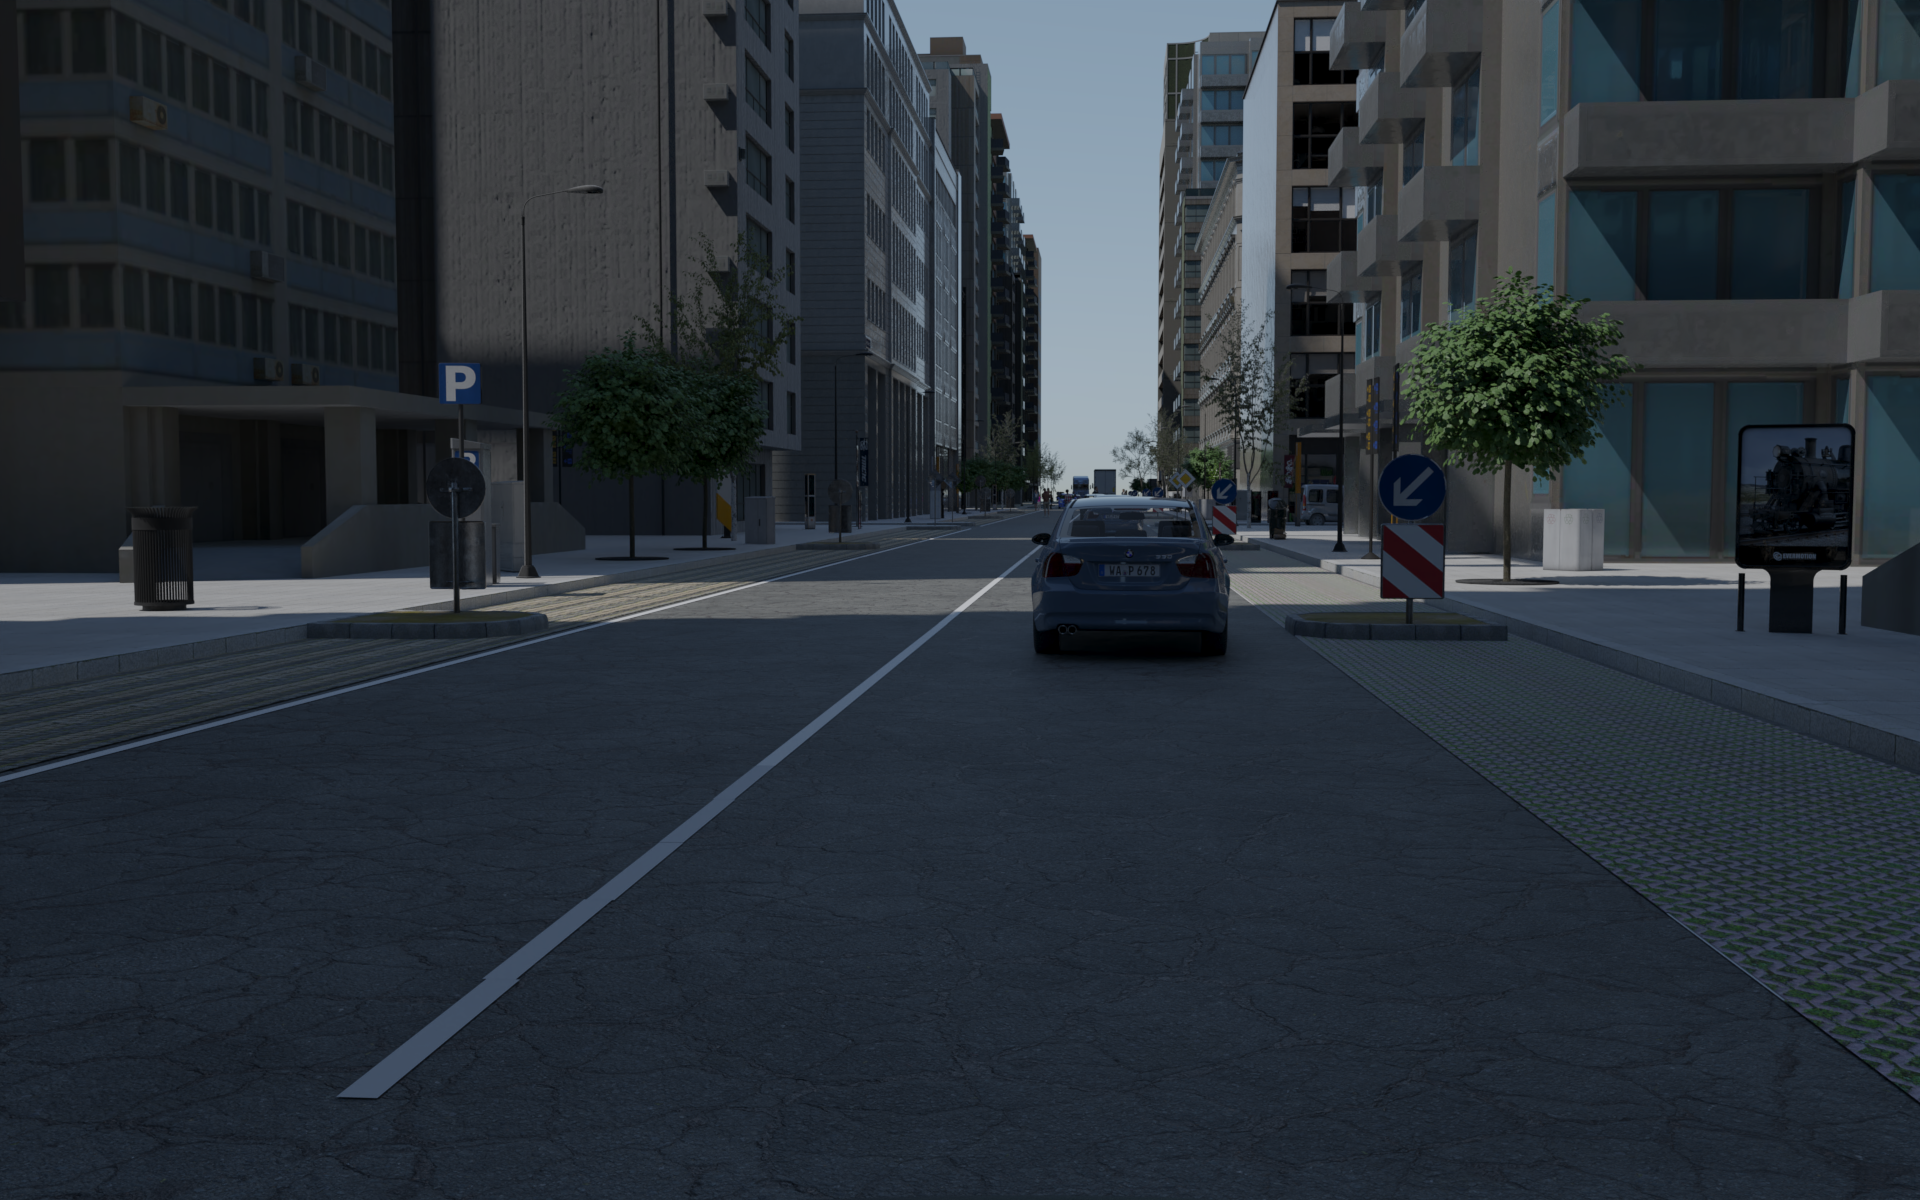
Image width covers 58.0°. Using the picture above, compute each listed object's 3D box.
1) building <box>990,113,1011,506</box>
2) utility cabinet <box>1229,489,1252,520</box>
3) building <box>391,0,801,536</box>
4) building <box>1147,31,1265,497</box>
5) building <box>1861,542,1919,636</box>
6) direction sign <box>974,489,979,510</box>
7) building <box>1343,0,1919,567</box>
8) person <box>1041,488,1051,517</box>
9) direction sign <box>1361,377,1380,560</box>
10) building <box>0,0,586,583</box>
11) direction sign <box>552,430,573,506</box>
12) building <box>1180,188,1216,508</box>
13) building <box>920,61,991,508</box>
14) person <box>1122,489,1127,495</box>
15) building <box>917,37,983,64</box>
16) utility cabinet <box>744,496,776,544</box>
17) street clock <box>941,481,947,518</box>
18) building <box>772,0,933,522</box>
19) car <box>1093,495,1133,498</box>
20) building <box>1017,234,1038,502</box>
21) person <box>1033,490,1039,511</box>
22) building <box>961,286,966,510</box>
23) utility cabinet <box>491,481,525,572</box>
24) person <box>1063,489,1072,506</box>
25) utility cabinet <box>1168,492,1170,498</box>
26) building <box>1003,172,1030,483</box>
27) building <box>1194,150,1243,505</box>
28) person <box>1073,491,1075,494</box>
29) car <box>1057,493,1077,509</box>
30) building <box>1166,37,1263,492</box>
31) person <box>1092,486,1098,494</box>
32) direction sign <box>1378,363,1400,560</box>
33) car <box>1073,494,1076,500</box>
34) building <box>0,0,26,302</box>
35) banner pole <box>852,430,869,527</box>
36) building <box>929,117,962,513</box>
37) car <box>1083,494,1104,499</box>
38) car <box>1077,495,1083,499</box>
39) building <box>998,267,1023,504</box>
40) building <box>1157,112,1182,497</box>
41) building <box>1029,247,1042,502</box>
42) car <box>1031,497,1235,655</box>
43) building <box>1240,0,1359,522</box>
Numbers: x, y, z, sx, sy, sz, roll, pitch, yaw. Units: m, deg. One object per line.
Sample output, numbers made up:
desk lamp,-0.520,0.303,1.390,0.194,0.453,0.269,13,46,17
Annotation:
building,-5.729,-33.136,196.402,22.147,44.769,28.867,0,4,5
utility cabinet,13.554,-4.591,83.741,0.318,1.500,1.173,-3,5,-44
building,-13.075,-17.626,59.885,14.107,30.474,14.160,0,4,5
building,40.325,-51.107,273.852,20.563,71.187,20.611,0,4,5
building,24.252,-19.298,7.411,32.217,40.220,23.993,0,4,5
direction sign,1.365,-9.231,142.915,0.876,3.537,0.379,-1,4,-12
building,21.515,-25.874,42.650,23.786,49.044,30.456,0,4,5
person,5.366,-6.028,107.031,0.573,1.828,0.580,3,5,40
direction sign,8.076,-2.567,33.960,0.379,3.537,0.876,0,4,-1
building,-25.293,-20.881,33.284,32.217,40.220,23.993,0,4,5
direction sign,-11.534,-3.543,49.932,0.379,3.537,0.876,3,5,43
building,28.103,-24.075,165.335,14.160,30.474,14.107,0,4,5
building,-4.561,-29.157,160.311,14.154,41.232,14.086,0,4,5
person,13.112,-7.969,138.573,0.755,1.850,0.659,-1,4,-11
building,-4.304,-32.085,174.698,14.600,45.320,14.200,0,4,5
utility cabinet,-5.151,-2.043,44.563,0.306,1.237,1.020,-3,5,-40
street clock,-0.959,-5.292,91.097,0.471,2.002,0.358,-3,5,-39
building,-8.512,-19.385,94.443,11.434,29.767,29.804,0,4,5
car,4.627,-2.449,52.037,2.014,1.417,4.499,0,4,6
building,1.342,-38.461,283.456,22.147,44.769,28.867,0,4,5
person,6.578,-8.623,149.513,0.581,1.822,0.654,1,4,15
building,-6.273,-18.848,137.838,12.332,23.373,15.834,0,4,5
utility cabinet,-7.479,-1.227,28.740,0.318,1.500,1.173,-2,4,-33
person,6.290,-5.583,100.612,0.563,1.720,0.643,-2,4,-35
utility cabinet,18.640,-8.684,150.654,1.173,1.500,0.318,2,4,29
building,-1.990,-38.794,253.894,23.786,49.044,30.456,0,4,5
building,26.995,-21.537,128.544,17.030,29.872,44.131,0,4,5
person,13.935,-12.343,210.864,0.434,1.755,0.990,2,4,30
car,10.489,-9.804,169.894,1.945,1.707,3.694,0,4,3
building,34.592,-34.675,186.545,23.786,49.044,30.456,0,4,5
person,8.349,-5.989,105.783,0.474,1.900,0.648,-3,4,-36
direction sign,7.630,-2.348,30.385,0.379,3.537,0.876,1,4,9
car,12.165,-11.070,193.003,2.014,1.417,4.499,0,4,4
building,-14.361,-21.710,5.078,14.600,45.320,14.200,0,4,5
banner pole,-3.857,-4.743,67.558,0.863,3.779,0.401,3,5,40
building,-6.735,-18.431,119.361,12.078,24.808,19.932,0,4,5
car,7.598,-5.339,97.080,2.009,1.686,4.222,0,4,5
car,13.507,-11.710,204.043,1.945,1.354,3.894,0,4,7
building,0.564,-27.287,217.836,14.160,30.474,14.107,0,4,5
building,35.440,-36.049,213.096,21.300,48.544,21.600,0,4,5
building,7.127,-40.025,304.526,14.600,45.320,14.200,0,4,5
car,1.663,-0.292,16.773,2.014,1.417,4.499,0,4,6
building,31.890,-17.204,85.802,34.151,26.468,19.350,0,4,5
